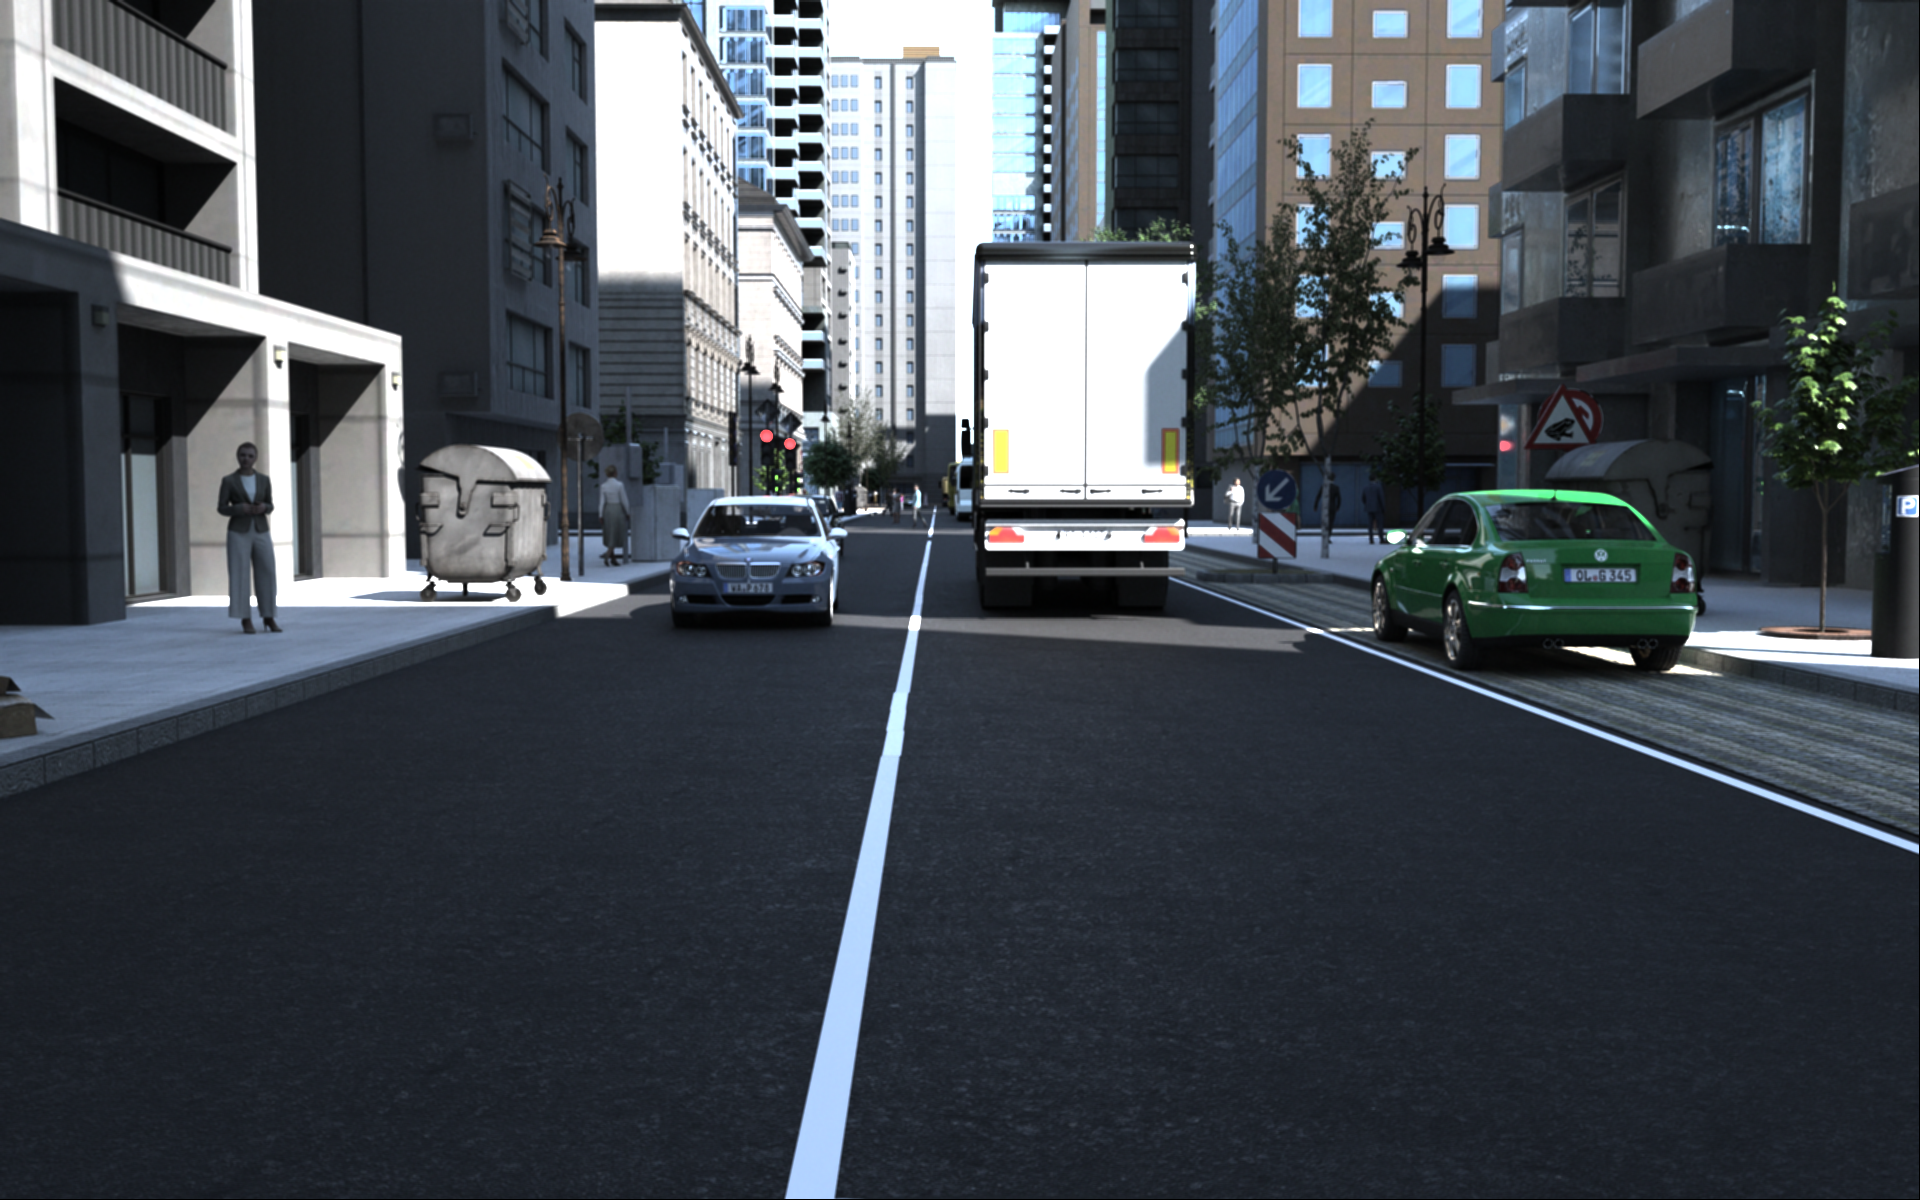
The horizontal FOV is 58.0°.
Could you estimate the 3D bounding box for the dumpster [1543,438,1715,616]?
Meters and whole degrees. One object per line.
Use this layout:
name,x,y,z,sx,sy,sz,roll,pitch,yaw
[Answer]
dumpster,7.301,-0.806,18.931,1.264,1.857,1.865,0,4,-1

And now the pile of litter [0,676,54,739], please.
pile of litter,-5.454,0.288,9.257,1.176,0.858,1.719,0,4,-1

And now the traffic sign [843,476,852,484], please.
traffic sign,-7.030,-6.522,106.740,0.768,2.556,0.104,0,4,0

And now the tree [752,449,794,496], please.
tree,-7.144,-4.402,66.572,1.663,3.219,1.824,0,3,0

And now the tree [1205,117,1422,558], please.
tree,7.312,-5.156,34.666,4.737,8.622,4.395,0,3,0

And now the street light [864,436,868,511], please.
street light,-7.169,-9.820,133.347,0.468,5.910,1.993,0,4,-1

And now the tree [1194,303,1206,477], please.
tree,7.700,-5.777,44.824,4.737,8.622,4.395,0,3,0

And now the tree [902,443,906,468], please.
tree,-8.329,-14.925,194.377,4.360,8.622,3.978,0,3,0

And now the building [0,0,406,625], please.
building,-18.784,-35.593,20.199,20.563,71.187,20.611,0,4,-1

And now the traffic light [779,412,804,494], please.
traffic light,-5.745,-4.287,59.015,0.839,4.253,0.868,0,4,-1

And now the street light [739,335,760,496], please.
street light,-6.087,-4.743,50.339,0.468,5.910,1.993,0,4,-1

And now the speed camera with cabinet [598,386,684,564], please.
speed camera with cabinet,-6.003,-2.334,32.504,0.660,3.252,2.038,1,4,21

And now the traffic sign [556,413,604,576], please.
traffic sign,-5.942,-1.651,27.099,0.768,2.556,0.104,0,4,6

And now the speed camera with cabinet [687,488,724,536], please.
speed camera with cabinet,-8.021,-3.492,51.437,2.038,3.252,0.660,1,4,20

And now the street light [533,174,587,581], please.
street light,-5.833,-3.220,25.437,0.468,5.910,1.993,0,4,-1

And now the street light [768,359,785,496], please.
street light,-6.277,-5.303,59.492,0.468,5.910,1.993,0,4,-1

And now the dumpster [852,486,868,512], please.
dumpster,-7.169,-7.119,122.148,1.264,1.857,1.865,0,4,-1

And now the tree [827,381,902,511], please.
tree,-6.908,-10.017,114.138,4.360,8.622,3.978,0,3,0

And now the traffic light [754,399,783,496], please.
traffic light,-5.643,-3.799,51.030,0.839,4.253,0.868,0,4,-1

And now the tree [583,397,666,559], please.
tree,-6.861,-2.458,34.785,1.663,3.219,1.824,0,3,0

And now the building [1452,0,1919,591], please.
building,21.575,-24.754,24.334,23.786,49.044,30.456,0,4,-1

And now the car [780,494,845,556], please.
car,-3.545,-1.777,38.835,2.009,1.686,4.222,0,4,-1

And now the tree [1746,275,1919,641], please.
tree,7.658,-1.276,15.472,1.663,3.219,1.824,0,3,0

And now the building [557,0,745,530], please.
building,-14.611,-13.535,70.455,9.793,20.994,18.267,0,4,-1

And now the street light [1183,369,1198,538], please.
street light,6.626,-4.767,50.727,0.468,5.910,1.993,0,4,-1

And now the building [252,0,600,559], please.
building,-16.175,-21.778,39.657,14.086,41.232,14.154,0,4,-1

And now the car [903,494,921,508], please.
car,-5.027,-9.953,174.534,2.131,1.459,4.920,0,4,0

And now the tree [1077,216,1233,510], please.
tree,6.520,-8.583,66.088,9.928,11.665,9.643,0,3,0

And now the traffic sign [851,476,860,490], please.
traffic sign,-6.589,-6.543,107.080,0.768,2.556,0.104,0,4,3

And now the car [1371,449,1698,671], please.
car,4.902,-0.402,15.369,1.959,1.807,4.718,0,4,1

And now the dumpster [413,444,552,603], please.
dumpster,-5.787,-0.936,21.069,1.264,1.857,1.865,0,4,-1

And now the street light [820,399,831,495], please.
street light,-6.517,-6.802,84.007,0.468,5.910,1.993,0,4,-1

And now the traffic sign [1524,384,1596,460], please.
traffic sign,7.133,-1.260,20.611,0.884,2.594,0.081,0,4,1

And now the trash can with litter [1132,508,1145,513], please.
trash can with litter,6.564,-3.272,64.881,1.055,1.170,0.624,-1,4,-23

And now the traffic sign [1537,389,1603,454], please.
traffic sign,7.377,-1.280,21.028,0.768,2.556,0.104,0,4,6

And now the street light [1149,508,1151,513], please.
street light,6.536,-5.320,59.765,0.468,5.910,1.993,0,4,-1

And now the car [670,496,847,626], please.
car,-2.323,-0.510,20.346,2.014,1.417,4.499,0,4,-3

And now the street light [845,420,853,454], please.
street light,-6.923,-8.321,108.832,0.468,5.910,1.993,0,4,-1

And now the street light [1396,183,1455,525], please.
street light,6.994,-3.266,26.182,0.468,5.910,1.993,0,4,-1

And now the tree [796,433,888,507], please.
tree,-6.979,-6.574,91.190,4.285,4.588,4.351,0,3,0

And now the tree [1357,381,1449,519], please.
tree,7.929,-2.148,29.715,1.663,3.219,1.824,0,3,0

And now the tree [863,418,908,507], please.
tree,-7.476,-13.343,168.519,4.737,8.622,4.395,0,3,0
